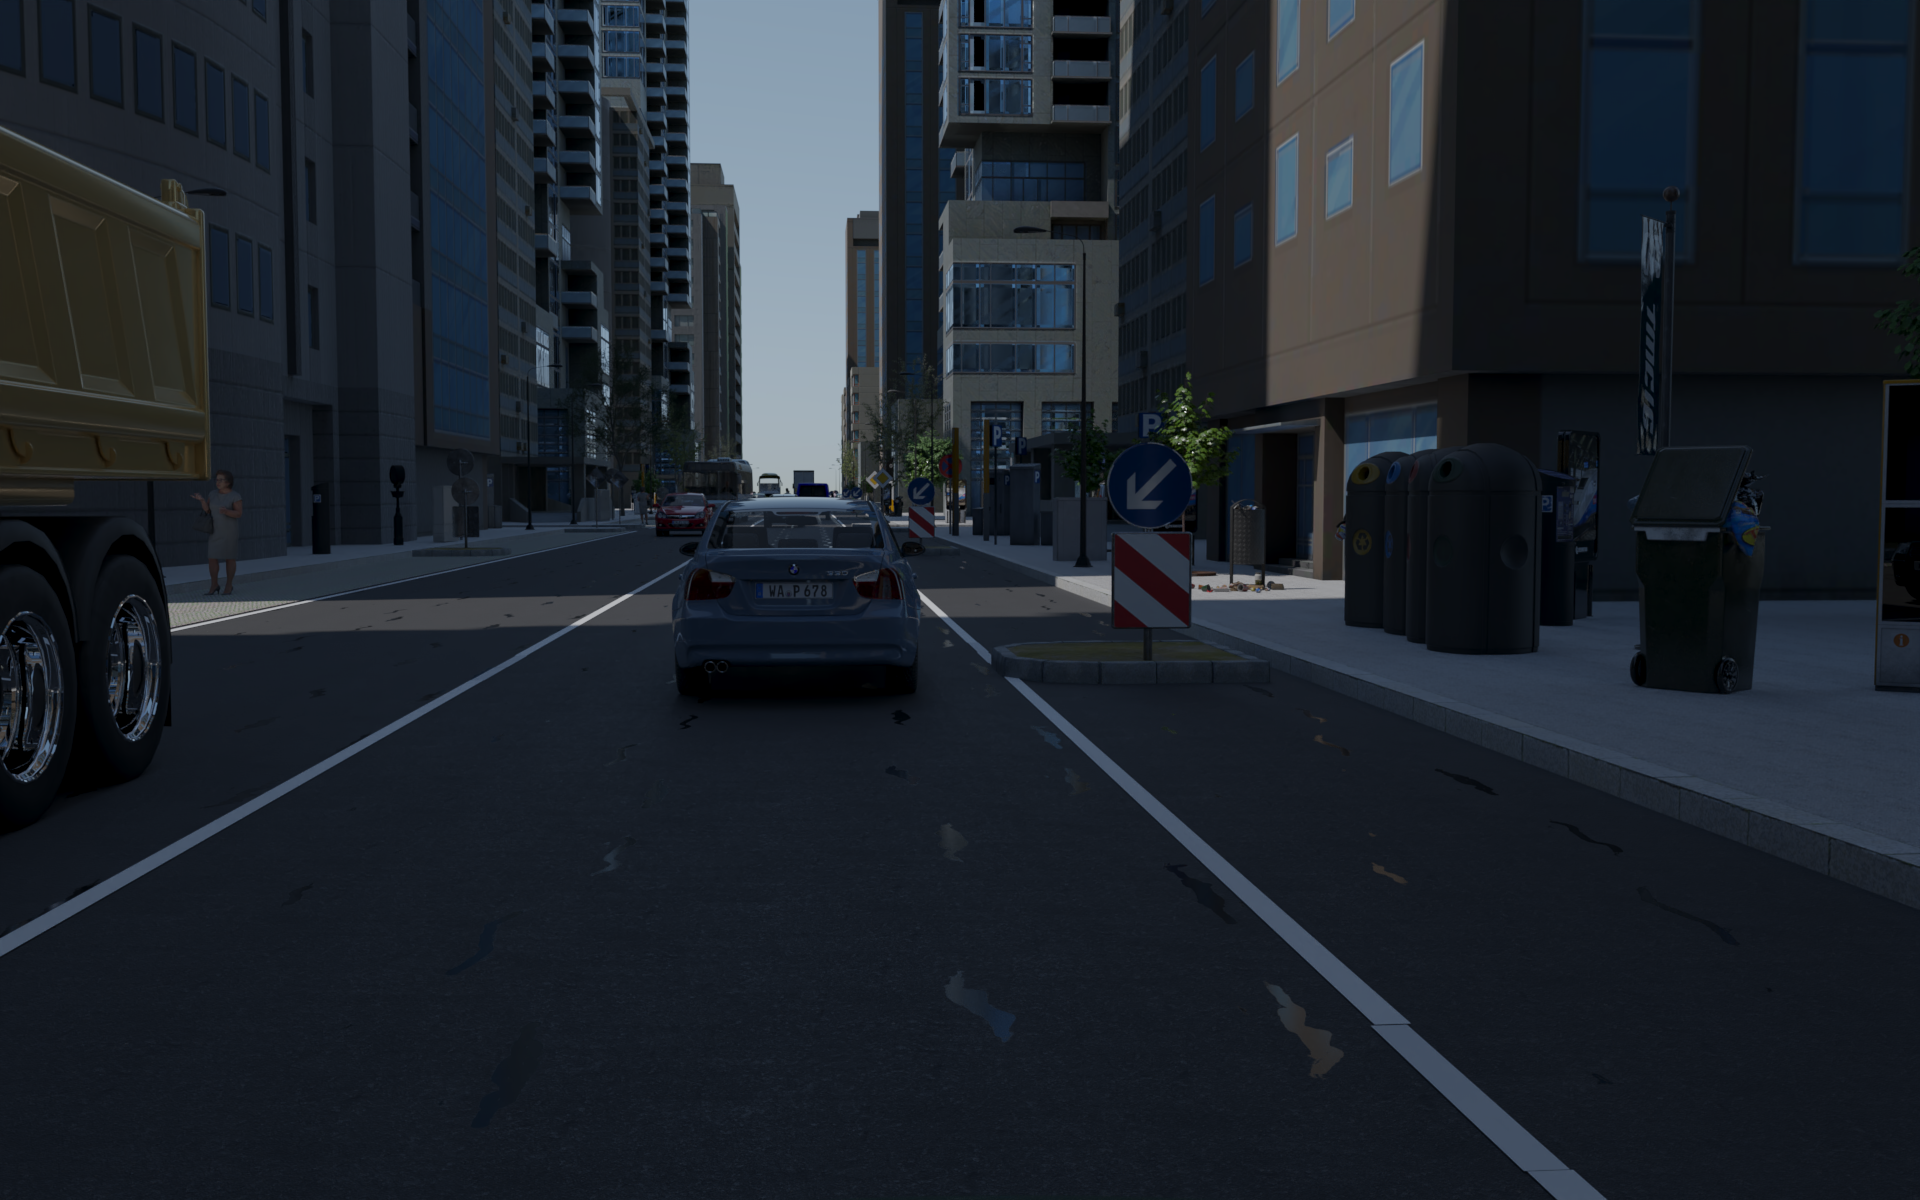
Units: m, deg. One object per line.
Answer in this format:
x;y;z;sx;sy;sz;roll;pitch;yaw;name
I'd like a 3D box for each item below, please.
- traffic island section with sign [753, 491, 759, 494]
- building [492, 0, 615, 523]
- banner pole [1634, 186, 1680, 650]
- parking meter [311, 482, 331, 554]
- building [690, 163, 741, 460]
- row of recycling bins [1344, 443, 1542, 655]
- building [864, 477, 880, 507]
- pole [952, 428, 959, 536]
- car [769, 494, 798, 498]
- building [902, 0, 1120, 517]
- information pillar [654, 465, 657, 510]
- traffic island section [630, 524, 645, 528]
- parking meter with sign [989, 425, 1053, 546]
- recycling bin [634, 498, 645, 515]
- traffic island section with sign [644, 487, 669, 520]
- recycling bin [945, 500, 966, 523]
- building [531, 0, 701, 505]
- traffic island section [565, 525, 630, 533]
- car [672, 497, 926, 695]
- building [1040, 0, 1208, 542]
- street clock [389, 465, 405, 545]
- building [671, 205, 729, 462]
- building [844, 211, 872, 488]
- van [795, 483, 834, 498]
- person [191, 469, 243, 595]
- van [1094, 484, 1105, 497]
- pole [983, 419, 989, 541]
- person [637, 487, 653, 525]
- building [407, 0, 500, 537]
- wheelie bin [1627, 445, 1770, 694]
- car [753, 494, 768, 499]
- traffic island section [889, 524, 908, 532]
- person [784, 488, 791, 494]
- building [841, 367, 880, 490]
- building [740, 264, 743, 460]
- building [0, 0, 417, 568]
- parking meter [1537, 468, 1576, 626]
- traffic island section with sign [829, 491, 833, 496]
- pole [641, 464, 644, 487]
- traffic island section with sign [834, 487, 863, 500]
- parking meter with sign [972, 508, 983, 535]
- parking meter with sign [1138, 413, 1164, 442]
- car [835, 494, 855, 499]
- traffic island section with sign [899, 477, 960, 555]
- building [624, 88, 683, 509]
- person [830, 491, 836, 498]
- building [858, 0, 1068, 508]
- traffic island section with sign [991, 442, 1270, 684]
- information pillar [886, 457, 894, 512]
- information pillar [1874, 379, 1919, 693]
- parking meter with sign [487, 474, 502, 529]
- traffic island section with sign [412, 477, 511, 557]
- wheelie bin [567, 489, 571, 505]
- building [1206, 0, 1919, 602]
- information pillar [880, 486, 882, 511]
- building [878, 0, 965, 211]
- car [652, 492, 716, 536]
-32.600;-16.722;282.036;1.989;1.847;2.006;0;4;-5;traffic island section with sign
-33.904;-23.930;83.137;32.217;40.220;23.993;0;4;-5;building
5.625;-1.467;14.007;0.401;3.779;0.863;3;5;41;banner pole
-13.645;-1.747;36.969;0.372;1.533;0.369;0;3;0;parking meter
-43.531;-38.654;255.694;21.300;48.544;21.600;0;4;-5;building
4.278;-0.513;15.495;1.069;1.692;3.534;0;4;-1;row of recycling bins
6.103;-29.987;182.172;32.217;40.220;23.993;0;4;-5;building
-0.138;-3.627;53.143;0.158;3.312;0.155;0;3;0;pole
-7.665;-4.034;75.747;2.009;1.686;4.222;0;4;-4;car
7.391;-48.825;110.956;22.319;86.520;31.000;0;4;-5;building
-24.685;-9.103;140.193;0.183;3.616;0.504;-1;4;-15;information pillar
-14.423;-3.123;73.340;2.009;0.180;2.903;0;4;-5;traffic island section
1.632;-2.882;43.377;1.738;3.016;0.543;2;4;28;parking meter with sign
-20.024;-5.857;108.319;0.722;1.027;0.722;-1;4;-15;recycling bin
-16.385;-5.325;95.683;1.989;1.847;2.006;0;4;-5;traffic island section with sign
-0.195;-3.938;76.932;0.722;1.027;0.722;1;4;23;recycling bin
-38.871;-53.324;184.523;22.319;86.520;31.000;0;4;-5;building
-13.730;-2.636;65.384;2.009;0.180;2.903;0;4;-5;traffic island section
-1.252;-0.104;13.707;2.014;1.417;4.499;0;4;-4;car
18.194;-22.160;54.198;32.217;40.220;23.993;0;4;-5;building
-14.085;-2.375;43.396;0.358;2.002;0.471;-3;5;-40;street clock
-39.176;-33.908;237.989;14.154;41.232;14.086;0;4;-5;building
-10.936;-38.075;272.632;14.600;45.320;14.200;0;4;-5;building
-8.216;-5.681;97.275;2.240;2.365;5.245;0;4;-4;van
-10.493;-0.949;24.376;0.716;1.782;0.532;0;4;8;person
7.593;-3.976;72.011;4.112;2.044;2.013;0;4;-5;van
0.718;-3.274;47.368;0.158;3.312;0.155;0;3;0;pole
-14.586;-4.370;80.303;0.716;1.782;0.532;0;4;-1;person
-23.199;-24.717;54.239;14.200;45.320;14.600;0;4;-5;building
4.859;-0.215;11.430;0.693;1.594;0.980;-3;4;-38;wheelie bin
-20.125;-10.042;172.990;1.959;1.807;4.718;0;4;-6;car
-2.929;-2.693;66.316;2.009;0.180;2.903;0;4;-5;traffic island section
-10.239;-5.774;103.089;0.511;1.800;0.466;0;4;-1;person
-6.171;-27.543;295.362;27.650;21.520;28.899;0;4;-5;building
-44.813;-37.590;298.197;14.154;41.232;14.086;0;4;-5;building
-24.264;-29.927;31.310;21.231;58.520;28.212;0;4;-5;building
5.809;-0.521;16.925;0.372;1.533;0.369;0;3;0;parking meter
-8.213;-7.014;123.313;1.989;1.847;2.006;0;4;-5;traffic island section with sign
-21.612;-7.599;118.090;0.158;3.312;0.155;0;3;0;pole
-5.878;-5.372;96.458;1.989;1.847;2.006;0;4;-5;traffic island section with sign
1.174;-3.494;53.387;1.738;3.016;0.543;2;4;34;parking meter with sign
4.156;-2.451;36.328;0.543;3.016;1.738;0;4;-4;parking meter with sign
-9.070;-7.765;135.746;1.959;1.807;4.718;0;4;-6;car
-1.081;-2.004;41.392;1.989;1.847;2.006;0;4;-5;traffic island section with sign
-41.198;-28.506;157.947;32.217;40.220;23.993;0;4;-5;building
-11.029;-8.739;152.326;0.756;1.711;0.436;3;5;40;person
-0.748;-54.743;207.713;22.319;86.520;31.000;0;4;-5;building
1.286;-0.330;14.029;1.989;1.847;2.006;0;4;-5;traffic island section with sign
-4.417;-7.231;109.576;0.504;3.616;0.183;1;4;14;information pillar
6.156;-0.415;11.270;0.304;2.012;0.304;2;4;31;information pillar
-17.847;-4.198;64.891;1.738;3.016;0.543;3;4;36;parking meter with sign
-11.566;-1.943;40.391;1.989;1.847;2.006;0;4;-5;traffic island section with sign
-22.601;-5.731;101.613;0.980;1.594;0.693;-2;4;-27;wheelie bin
11.917;-23.012;26.350;14.600;45.320;14.200;0;4;-5;building
-5.365;-7.117;120.858;0.304;2.012;0.304;1;4;15;information pillar
0.532;-30.102;142.277;14.600;45.320;14.200;0;4;-5;building
-9.554;-3.128;60.183;2.155;1.783;4.494;0;4;-5;car
